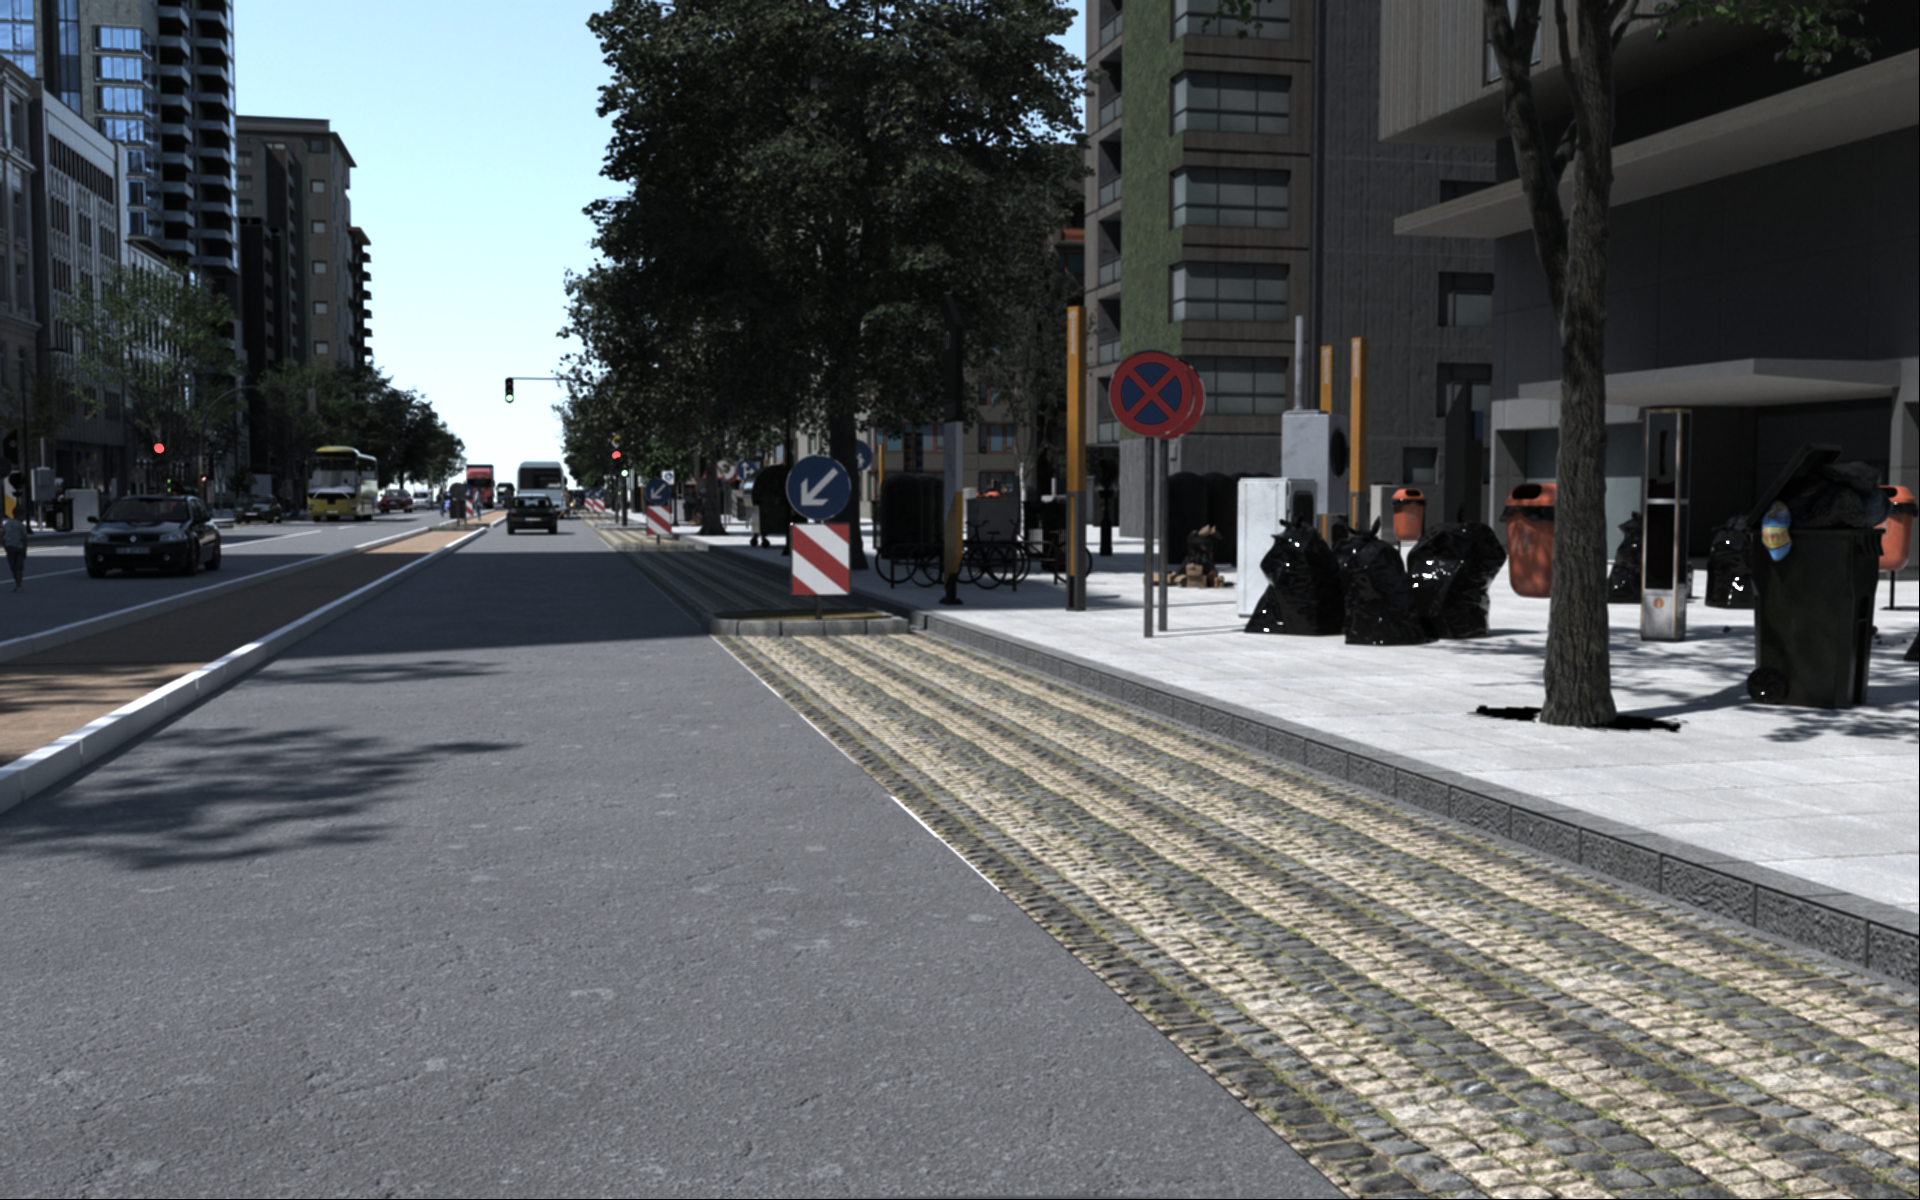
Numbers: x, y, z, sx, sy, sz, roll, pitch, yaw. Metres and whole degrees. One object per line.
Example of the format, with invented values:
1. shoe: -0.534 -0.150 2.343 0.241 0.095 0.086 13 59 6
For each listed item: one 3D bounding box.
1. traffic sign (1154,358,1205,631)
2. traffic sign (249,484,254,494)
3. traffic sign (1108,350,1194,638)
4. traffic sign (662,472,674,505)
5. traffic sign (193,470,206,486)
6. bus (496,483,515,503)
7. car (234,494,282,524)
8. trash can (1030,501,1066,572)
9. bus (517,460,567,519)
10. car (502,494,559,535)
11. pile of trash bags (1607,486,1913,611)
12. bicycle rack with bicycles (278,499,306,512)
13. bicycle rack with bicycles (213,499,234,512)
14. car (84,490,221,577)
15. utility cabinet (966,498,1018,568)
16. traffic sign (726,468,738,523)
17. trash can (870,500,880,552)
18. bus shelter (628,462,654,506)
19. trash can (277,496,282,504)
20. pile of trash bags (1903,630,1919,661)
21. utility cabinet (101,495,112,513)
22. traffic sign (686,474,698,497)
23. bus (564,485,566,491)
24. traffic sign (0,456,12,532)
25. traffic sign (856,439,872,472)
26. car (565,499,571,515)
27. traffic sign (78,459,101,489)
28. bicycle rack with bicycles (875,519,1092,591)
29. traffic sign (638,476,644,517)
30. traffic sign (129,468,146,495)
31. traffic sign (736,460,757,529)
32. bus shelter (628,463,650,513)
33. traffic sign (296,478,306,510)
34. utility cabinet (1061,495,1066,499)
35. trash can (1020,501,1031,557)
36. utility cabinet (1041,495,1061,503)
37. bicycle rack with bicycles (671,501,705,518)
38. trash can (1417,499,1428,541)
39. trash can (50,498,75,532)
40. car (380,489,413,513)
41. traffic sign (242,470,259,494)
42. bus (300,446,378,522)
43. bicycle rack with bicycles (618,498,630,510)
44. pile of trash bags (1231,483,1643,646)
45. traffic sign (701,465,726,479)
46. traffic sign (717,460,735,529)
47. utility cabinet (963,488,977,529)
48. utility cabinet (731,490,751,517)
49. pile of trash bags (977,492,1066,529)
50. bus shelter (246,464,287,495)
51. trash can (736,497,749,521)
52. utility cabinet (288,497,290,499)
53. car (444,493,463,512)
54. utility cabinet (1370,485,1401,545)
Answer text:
1. traffic sign: 1.897 -0.980 16.125 0.768 2.556 0.104 -1 4 -12
2. traffic sign: -46.705 -6.956 113.837 0.768 2.556 0.104 0 4 -6
3. traffic sign: 1.688 -0.937 15.423 0.768 2.556 0.104 0 4 -6
4. traffic sign: -12.904 -4.568 76.821 0.606 2.300 0.079 0 4 -5
5. traffic sign: -41.155 -5.717 93.479 0.884 2.594 0.081 0 4 -8
6. bus: -71.406 -16.957 272.112 2.948 3.499 13.247 -1 4 -15
7. car: -34.286 -4.577 84.617 2.009 1.686 4.222 -1 4 -13
8. trash can: 1.665 -1.038 28.624 0.748 1.137 0.748 0 3 0
9. bus: -24.733 -6.584 102.513 2.948 3.499 13.247 -1 4 -13
10. car: -15.442 -3.218 62.403 2.009 1.686 4.222 -1 4 -15
11. pile of trash bags: 9.154 -0.624 19.948 1.912 1.369 3.447 -3 5 -44
12. bicycle rack with bicycles: -48.256 -6.748 123.714 2.852 0.926 2.925 -2 4 -35
13. bicycle rack with bicycles: -59.154 -7.630 138.140 2.852 0.926 2.925 1 4 15
14. car: -14.486 -1.309 31.185 2.009 1.686 4.222 -1 4 -15
15. utility cabinet: 0.563 -1.173 30.335 0.306 1.237 1.020 3 5 45
16. traffic sign: -10.220 -4.685 76.699 0.768 2.556 0.104 -1 4 -13
17. trash can: -1.639 -1.649 38.612 0.748 1.137 0.748 0 3 0
18. bus shelter: -23.607 -8.382 128.335 1.731 3.624 6.357 -1 4 -13
19. trash can: -53.280 -7.588 135.716 0.748 1.137 0.748 0 3 0
20. pile of trash bags: 8.415 -0.146 12.139 1.912 1.369 3.447 -1 4 -10
21. utility cabinet: -50.927 -5.609 102.871 1.020 1.237 0.306 0 4 0
22. traffic sign: -15.826 -6.224 101.773 0.884 2.594 0.081 0 4 -5
23. bus: -38.509 -10.286 163.029 2.948 3.499 13.247 -1 4 -14
24. traffic sign: -32.272 -3.556 58.245 0.768 2.556 0.104 0 4 -6
25. traffic sign: -2.431 -2.460 40.332 0.768 2.556 0.104 -1 4 -12
26. car: -28.341 -6.712 121.543 2.131 1.459 4.920 -1 4 -15
27. traffic sign: -31.298 -3.802 62.264 0.768 2.556 0.104 -1 4 -11
28. bicycle rack with bicycles: 0.119 -0.660 24.168 2.925 0.926 2.852 1 4 22
29. traffic sign: -17.947 -5.878 98.235 0.606 2.300 0.079 -1 4 -9
30. traffic sign: -39.552 -5.088 83.289 0.768 2.556 0.104 0 4 -7
31. traffic sign: -7.903 -3.924 64.257 0.768 2.556 0.104 0 4 -6
32. bus shelter: -21.935 -8.710 120.033 2.179 5.291 8.768 -1 4 -13
33. traffic sign: -53.619 -8.610 140.881 0.768 2.556 0.104 0 4 -4
34. utility cabinet: 5.219 -4.682 87.716 1.020 1.237 0.306 -2 4 -30
35. trash can: 1.581 -1.409 34.695 0.748 1.137 0.748 0 3 0
36. utility cabinet: 4.359 -4.464 84.146 0.306 1.237 1.020 -2 4 -33
37. bicycle rack with bicycles: -13.945 -4.703 90.275 2.925 0.926 2.852 -2 4 -26
38. trash can: 12.441 -2.194 47.521 0.748 1.137 0.748 0 3 0
39. trash can: -30.487 -2.888 58.867 0.748 1.137 0.748 0 3 0
40. car: -43.254 -7.602 132.961 2.281 1.827 5.304 -1 4 -12
41. traffic sign: -38.894 -5.808 94.966 0.884 2.594 0.081 -1 4 -11
42. bus: -32.870 -6.163 92.320 2.896 3.916 12.252 -1 4 -14
43. bicycle rack with bicycles: -27.311 -7.865 141.980 2.852 0.926 2.925 -2 4 -26
44. pile of trash bags: 4.064 -0.334 15.210 1.912 1.369 3.447 -2 4 -26
45. traffic sign: -8.814 -3.785 61.881 0.884 2.594 0.081 0 4 -6
46. traffic sign: -8.611 -3.877 63.491 0.768 2.556 0.104 -1 4 -9
47. utility cabinet: 0.293 -3.359 63.592 0.318 1.500 1.173 -1 4 -16
48. utility cabinet: -11.794 -5.218 93.995 1.173 1.500 0.318 0 4 1
49. pile of trash bags: 2.450 -3.321 64.050 3.447 1.369 1.912 2 4 30
50. bus shelter: -47.722 -7.658 119.124 2.014 3.302 5.546 -1 4 -13
51. trash can: -10.367 -4.361 82.961 0.748 1.137 0.748 0 3 0
52. utility cabinet: -50.241 -7.221 129.220 0.306 1.237 1.020 0 4 -7
53. car: -40.273 -7.841 137.784 1.945 1.707 3.694 -1 4 -15
54. utility cabinet: 10.539 -2.091 42.864 0.318 1.500 1.173 3 4 37
